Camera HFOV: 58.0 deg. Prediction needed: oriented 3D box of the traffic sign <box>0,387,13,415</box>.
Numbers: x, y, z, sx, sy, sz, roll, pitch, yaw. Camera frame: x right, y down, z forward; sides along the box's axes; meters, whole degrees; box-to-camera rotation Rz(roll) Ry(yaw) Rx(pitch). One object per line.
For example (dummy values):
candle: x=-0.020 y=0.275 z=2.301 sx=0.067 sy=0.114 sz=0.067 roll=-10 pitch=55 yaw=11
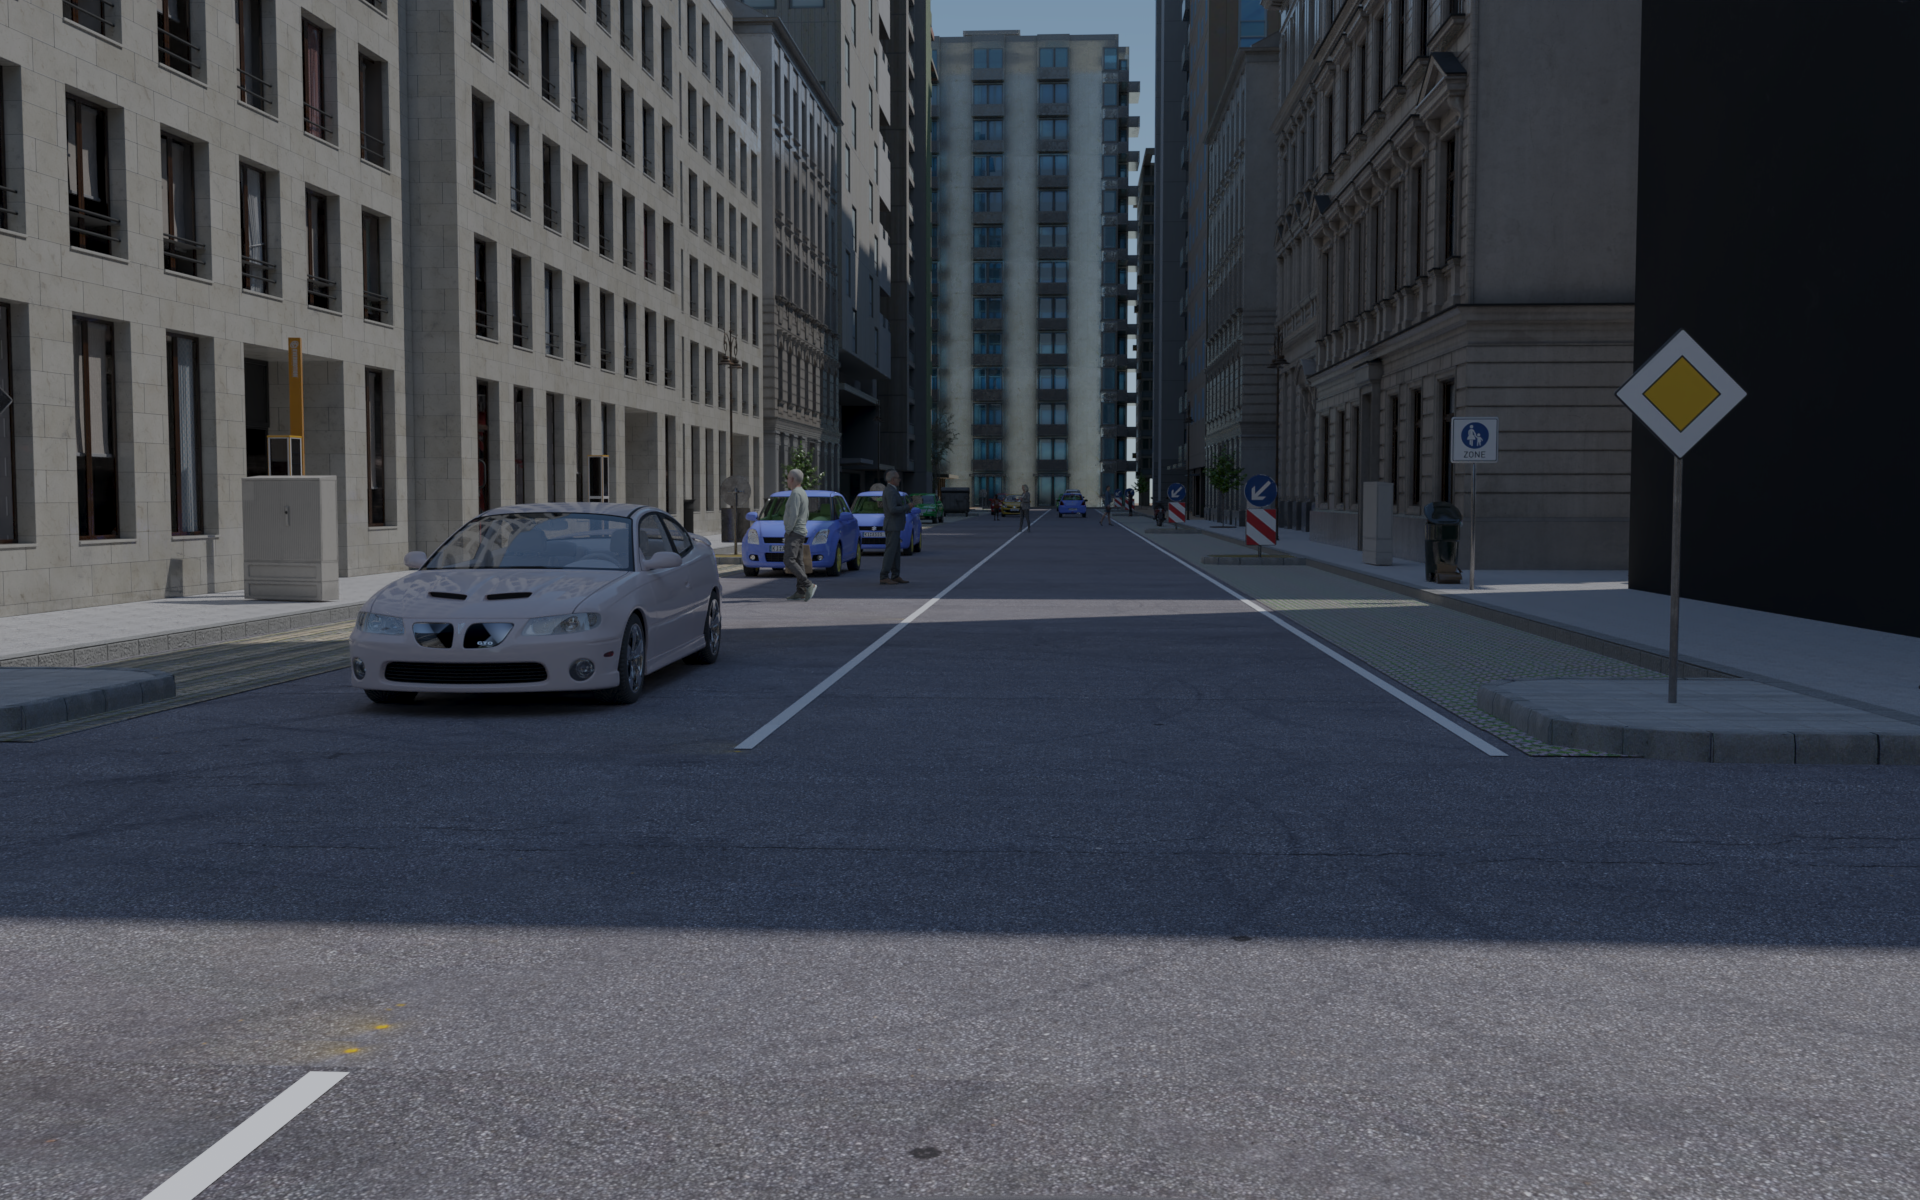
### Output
traffic sign: x=-6.548 y=-0.467 z=11.286 sx=0.795 sy=2.450 sz=0.064 roll=0 pitch=4 yaw=4

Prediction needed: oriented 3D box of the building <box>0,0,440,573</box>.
building: x=-13.069 y=-11.175 z=37.464 sx=10.420 sy=20.320 sz=16.860 roll=0 pitch=4 yaw=4

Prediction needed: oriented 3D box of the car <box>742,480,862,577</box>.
car: x=-2.824 y=-1.325 z=31.253 sx=1.945 sy=1.707 sz=3.694 roll=0 pitch=4 yaw=5

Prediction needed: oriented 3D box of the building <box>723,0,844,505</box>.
building: x=-10.855 y=-13.658 z=72.452 sx=9.793 sy=20.994 sz=18.267 roll=0 pitch=4 yaw=4

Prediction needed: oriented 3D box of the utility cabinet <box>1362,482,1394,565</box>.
utility cabinet: x=7.587 y=-1.390 z=31.409 sx=0.318 sy=1.500 sz=1.173 roll=0 pitch=4 yaw=2

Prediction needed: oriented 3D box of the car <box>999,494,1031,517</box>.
car: x=3.464 y=-6.029 z=108.798 sx=2.015 sy=1.641 sz=3.980 roll=0 pitch=4 yaw=3

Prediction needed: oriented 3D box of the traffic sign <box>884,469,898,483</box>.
traffic sign: x=-3.453 y=-5.294 z=86.663 sx=0.768 sy=2.556 sz=0.104 roll=1 pitch=4 yaw=12

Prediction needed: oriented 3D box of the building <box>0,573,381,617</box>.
building: x=-14.927 y=-10.151 z=20.720 sx=10.420 sy=20.320 sz=16.860 roll=0 pitch=4 yaw=4

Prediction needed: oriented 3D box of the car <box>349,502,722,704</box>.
car: x=-3.056 y=-0.060 z=13.348 sx=2.083 sy=1.381 sz=4.827 roll=0 pitch=4 yaw=3

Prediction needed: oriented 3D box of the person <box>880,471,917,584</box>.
person: x=-0.990 y=-1.154 z=27.547 sx=0.590 sy=1.801 sz=0.661 roll=-1 pitch=4 yaw=-9

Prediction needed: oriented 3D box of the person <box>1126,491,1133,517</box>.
person: x=10.754 y=-6.100 z=109.712 sx=0.415 sy=1.643 sz=0.593 roll=0 pitch=4 yaw=3

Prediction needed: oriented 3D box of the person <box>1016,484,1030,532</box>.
person: x=2.402 y=-3.438 z=64.892 sx=0.526 sy=1.800 sz=0.537 roll=-2 pitch=4 yaw=-24

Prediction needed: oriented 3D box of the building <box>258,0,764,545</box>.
building: x=-12.845 y=-12.206 z=54.312 sx=10.420 sy=20.320 sz=16.860 roll=0 pitch=4 yaw=4

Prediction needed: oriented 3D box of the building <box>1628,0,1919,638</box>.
building: x=16.557 y=-11.405 z=16.142 sx=15.834 sy=23.373 sz=12.332 roll=0 pitch=4 yaw=4

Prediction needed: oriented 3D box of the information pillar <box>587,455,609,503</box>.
information pillar: x=-6.843 y=-1.732 z=32.812 sx=0.304 sy=2.012 sz=0.304 roll=1 pitch=4 yaw=11

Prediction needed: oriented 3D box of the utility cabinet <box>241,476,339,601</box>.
utility cabinet: x=-8.029 y=-0.738 z=20.737 sx=1.173 sy=1.500 sz=0.318 roll=1 pitch=4 yaw=21

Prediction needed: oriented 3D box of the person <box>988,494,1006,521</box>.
person: x=1.984 y=-5.020 z=93.837 sx=1.065 sy=1.426 sz=0.557 roll=-2 pitch=4 yaw=-25

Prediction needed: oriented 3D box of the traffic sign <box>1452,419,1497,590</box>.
traffic sign: x=6.835 y=-1.281 z=23.068 sx=0.606 sy=2.300 sz=0.079 roll=0 pitch=4 yaw=6

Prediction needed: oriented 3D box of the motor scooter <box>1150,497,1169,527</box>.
motor scooter: x=8.831 y=-3.904 z=76.608 sx=0.815 sy=1.314 sz=1.986 roll=0 pitch=4 yaw=4

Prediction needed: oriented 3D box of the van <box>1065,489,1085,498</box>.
van: x=10.175 y=-9.087 z=155.586 sx=2.013 sy=2.044 sz=4.112 roll=0 pitch=4 yaw=6

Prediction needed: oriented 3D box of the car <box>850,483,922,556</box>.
car: x=-1.866 y=-1.951 z=41.489 sx=1.945 sy=1.707 sz=3.694 roll=0 pitch=4 yaw=3

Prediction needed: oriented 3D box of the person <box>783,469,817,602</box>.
person: x=-2.153 y=-0.881 z=23.387 sx=0.515 sy=1.767 sz=0.782 roll=0 pitch=4 yaw=4

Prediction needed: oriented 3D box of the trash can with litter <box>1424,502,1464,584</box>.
trash can with litter: x=7.086 y=-0.839 z=25.108 sx=0.624 sy=1.170 sz=1.055 roll=0 pitch=4 yaw=3

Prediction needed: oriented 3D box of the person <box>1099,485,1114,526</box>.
person: x=6.667 y=-4.290 z=78.671 sx=0.654 sy=1.822 sz=0.581 roll=1 pitch=4 yaw=20

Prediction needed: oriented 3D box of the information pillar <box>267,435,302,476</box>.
information pillar: x=-8.515 y=-1.064 z=21.893 sx=0.304 sy=2.012 sz=0.304 roll=0 pitch=4 yaw=7

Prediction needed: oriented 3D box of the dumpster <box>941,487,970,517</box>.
dumpster: x=-0.290 y=-6.131 z=108.453 sx=1.865 sy=1.857 sz=1.264 roll=0 pitch=4 yaw=4

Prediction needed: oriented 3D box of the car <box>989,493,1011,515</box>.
car: x=3.068 y=-6.701 z=118.602 sx=2.155 sy=1.783 sz=4.494 roll=0 pitch=4 yaw=4

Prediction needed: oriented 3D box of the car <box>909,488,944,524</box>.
car: x=-1.821 y=-4.627 z=84.447 sx=1.959 sy=1.807 sz=4.718 roll=0 pitch=4 yaw=5

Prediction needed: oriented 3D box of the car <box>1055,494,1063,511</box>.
car: x=8.888 y=-8.255 z=143.759 sx=1.959 sy=1.807 sz=4.718 roll=0 pitch=4 yaw=3

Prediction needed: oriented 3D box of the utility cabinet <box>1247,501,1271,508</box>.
utility cabinet: x=8.646 y=-2.382 z=50.114 sx=0.306 sy=1.237 sz=1.020 roll=-1 pitch=4 yaw=-17

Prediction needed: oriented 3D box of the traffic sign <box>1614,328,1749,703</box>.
traffic sign: x=4.373 y=-0.424 z=10.573 sx=0.795 sy=2.450 sz=0.064 roll=0 pitch=4 yaw=4

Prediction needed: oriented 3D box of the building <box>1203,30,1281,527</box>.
building: x=16.226 y=-13.883 z=76.133 sx=9.793 sy=20.994 sz=18.267 roll=0 pitch=4 yaw=4

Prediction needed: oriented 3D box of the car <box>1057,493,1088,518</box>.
car: x=6.904 y=-5.926 z=106.483 sx=1.945 sy=1.707 sz=3.694 roll=0 pitch=4 yaw=3
